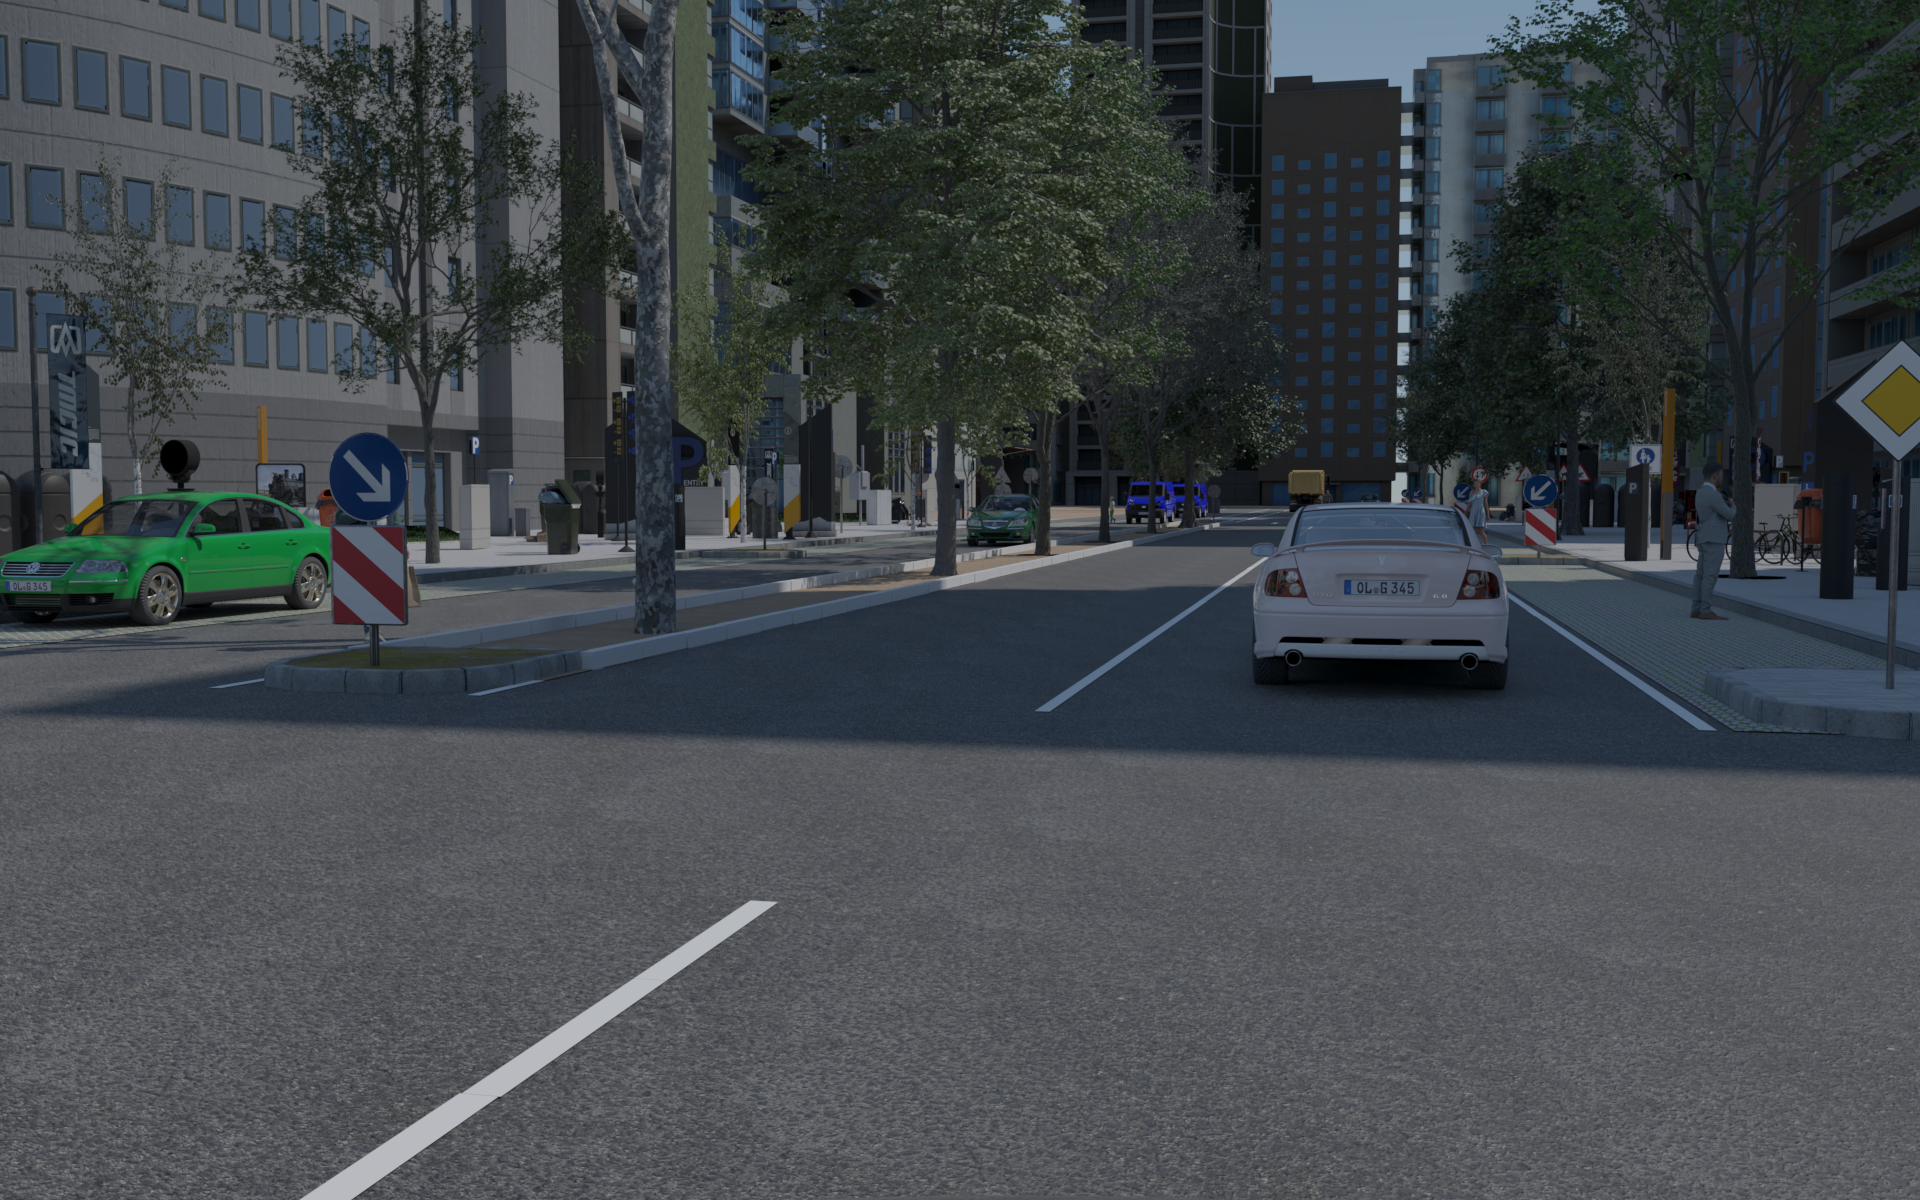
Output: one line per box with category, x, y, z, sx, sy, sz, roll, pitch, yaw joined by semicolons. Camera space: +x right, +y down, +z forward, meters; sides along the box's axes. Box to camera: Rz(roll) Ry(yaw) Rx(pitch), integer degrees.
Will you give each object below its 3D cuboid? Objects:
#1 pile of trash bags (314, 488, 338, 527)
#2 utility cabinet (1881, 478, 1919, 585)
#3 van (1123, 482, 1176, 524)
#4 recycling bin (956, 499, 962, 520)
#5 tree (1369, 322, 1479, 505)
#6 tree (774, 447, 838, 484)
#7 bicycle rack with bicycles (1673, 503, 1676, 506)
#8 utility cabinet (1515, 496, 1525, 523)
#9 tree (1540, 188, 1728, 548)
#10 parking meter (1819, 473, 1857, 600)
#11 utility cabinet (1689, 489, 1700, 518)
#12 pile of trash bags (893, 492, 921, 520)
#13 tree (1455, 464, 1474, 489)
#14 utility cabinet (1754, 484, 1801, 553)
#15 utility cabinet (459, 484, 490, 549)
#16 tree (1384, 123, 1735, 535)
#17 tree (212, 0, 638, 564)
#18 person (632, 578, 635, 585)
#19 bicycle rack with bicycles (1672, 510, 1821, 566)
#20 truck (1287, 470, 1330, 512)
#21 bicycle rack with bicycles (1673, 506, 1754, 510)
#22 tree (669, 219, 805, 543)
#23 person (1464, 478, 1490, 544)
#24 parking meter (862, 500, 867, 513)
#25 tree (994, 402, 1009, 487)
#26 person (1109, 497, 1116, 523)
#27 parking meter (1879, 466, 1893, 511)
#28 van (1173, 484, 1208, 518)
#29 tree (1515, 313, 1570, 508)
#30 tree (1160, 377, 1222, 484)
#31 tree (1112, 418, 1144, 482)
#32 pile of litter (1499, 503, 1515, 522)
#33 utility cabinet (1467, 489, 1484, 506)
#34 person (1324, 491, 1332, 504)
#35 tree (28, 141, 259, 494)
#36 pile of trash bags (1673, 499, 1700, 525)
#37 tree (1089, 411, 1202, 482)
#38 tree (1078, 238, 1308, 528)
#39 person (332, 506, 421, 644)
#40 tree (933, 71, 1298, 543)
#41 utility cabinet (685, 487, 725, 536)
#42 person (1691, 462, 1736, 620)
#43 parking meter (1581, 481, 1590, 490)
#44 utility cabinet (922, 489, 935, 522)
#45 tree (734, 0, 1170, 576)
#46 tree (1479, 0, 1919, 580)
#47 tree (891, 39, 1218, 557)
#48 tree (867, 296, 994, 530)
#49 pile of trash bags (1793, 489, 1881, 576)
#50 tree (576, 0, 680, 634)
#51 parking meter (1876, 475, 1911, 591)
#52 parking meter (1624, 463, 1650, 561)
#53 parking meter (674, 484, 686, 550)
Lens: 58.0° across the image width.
pile of trash bags;-11.247;-1.076;27.352;3.447;1.369;1.912;0;4;-1
utility cabinet;13.478;-0.946;24.139;0.318;1.500;1.173;-2;4;-31
van;9.277;-4.887;84.291;2.240;2.365;5.245;1;4;13
recycling bin;-0.310;-4.455;85.389;0.722;1.027;0.722;1;4;8
tree;34.278;-13.032;123.441;12.009;13.543;11.850;0;3;0
tree;-7.975;-6.501;90.009;4.285;4.588;4.351;0;3;0
bicycle rack with bicycles;28.484;-3.514;70.829;2.925;0.926;2.852;3;5;44
utility cabinet;24.807;-3.944;75.640;1.020;1.237;0.306;1;4;13
tree;16.033;-5.529;40.769;4.360;8.622;3.978;0;3;0
parking meter;10.740;-0.781;21.183;0.372;1.533;0.369;0;3;0
utility cabinet;33.606;-4.261;78.343;1.173;1.500;0.318;2;4;26
pile of trash bags;-2.380;-4.656;85.882;1.912;1.369;3.447;1;4;13
tree;31.538;-6.977;108.675;1.663;3.219;1.824;0;3;0
utility cabinet;17.874;-1.780;37.789;0.318;1.500;1.173;-1;4;-16
utility cabinet;-11.285;-1.931;40.246;0.318;1.500;1.173;0;4;5
tree;19.167;-8.373;53.906;9.611;12.733;9.660;0;3;0
tree;-9.677;-5.971;32.039;8.767;10.594;7.601;0;4;7
person;-4.557;-1.002;25.554;0.598;1.740;0.731;-2;4;-31
bicycle rack with bicycles;15.275;-1.133;31.902;2.852;0.926;2.925;-1;4;-13
truck;28.022;-8.799;139.779;3.469;3.379;9.791;1;4;13
bicycle rack with bicycles;18.456;-1.691;41.031;2.852;0.926;2.925;2;4;29
tree;-5.921;-5.812;45.389;4.737;8.622;4.395;0;3;0
person;12.423;-2.021;41.634;0.778;1.811;0.616;-3;5;-44
parking meter;-4.860;-5.139;89.735;0.255;1.863;0.399;2;4;30
tree;0.352;-7.648;75.403;4.737;8.622;4.395;0;3;0
person;7.513;-4.442;85.373;0.306;1.304;0.590;3;5;41
parking meter;19.638;-1.887;36.562;0.399;1.863;0.255;2;4;26
van;13.641;-6.074;103.689;2.240;2.365;5.245;1;4;13
tree;22.020;-7.113;66.661;4.737;8.622;4.395;0;3;0
tree;21.845;-15.754;164.236;9.857;13.997;8.962;0;3;0
tree;12.691;-10.632;124.198;4.360;8.622;3.978;0;3;0
pile of litter;26.651;-4.235;83.210;1.719;0.858;1.176;-1;4;-9
utility cabinet;24.350;-4.470;81.761;0.318;1.500;1.173;3;5;44
person;34.023;-9.250;160.287;0.990;1.755;0.434;3;4;38
tree;-17.513;-5.315;37.271;4.360;8.622;3.978;0;3;0
pile of trash bags;31.571;-3.859;72.844;3.447;1.369;1.912;2;4;34
tree;14.557;-12.258;134.833;8.767;10.594;7.601;-1;4;-11
tree;9.647;-9.366;72.602;9.611;12.733;9.660;0;3;0
person;-5.453;-0.476;16.264;0.794;1.824;0.713;-2;4;-35
tree;4.238;-8.405;50.242;12.009;13.543;11.850;0;3;0
utility cabinet;-7.757;-2.691;52.679;1.173;1.500;0.318;0;4;4
person;8.620;-0.677;19.742;0.466;1.800;0.511;-1;4;-9
parking meter;26.609;-4.164;73.786;0.399;1.863;0.255;-1;4;-11
utility cabinet;-1.460;-4.256;78.271;0.318;1.500;1.173;1;4;16
tree;-0.264;-6.715;30.382;7.486;12.596;7.792;0;3;0
tree;11.858;-6.139;26.130;9.928;11.665;9.643;0;3;0
tree;1.994;-6.805;39.479;9.928;11.665;9.643;0;3;0
tree;-1.647;-6.833;62.078;4.737;8.622;4.395;0;3;0
pile of trash bags;14.730;-1.082;27.443;1.912;1.369;3.447;-2;4;-25
tree;-4.121;-9.782;18.282;12.611;20.169;13.585;0;3;0
parking meter;12.443;-0.898;23.095;0.372;1.533;0.369;0;3;0
parking meter;12.941;-1.678;33.141;0.255;1.863;0.399;-2;4;-29
parking meter;-6.478;-1.912;39.666;0.372;1.533;0.369;0;3;0
